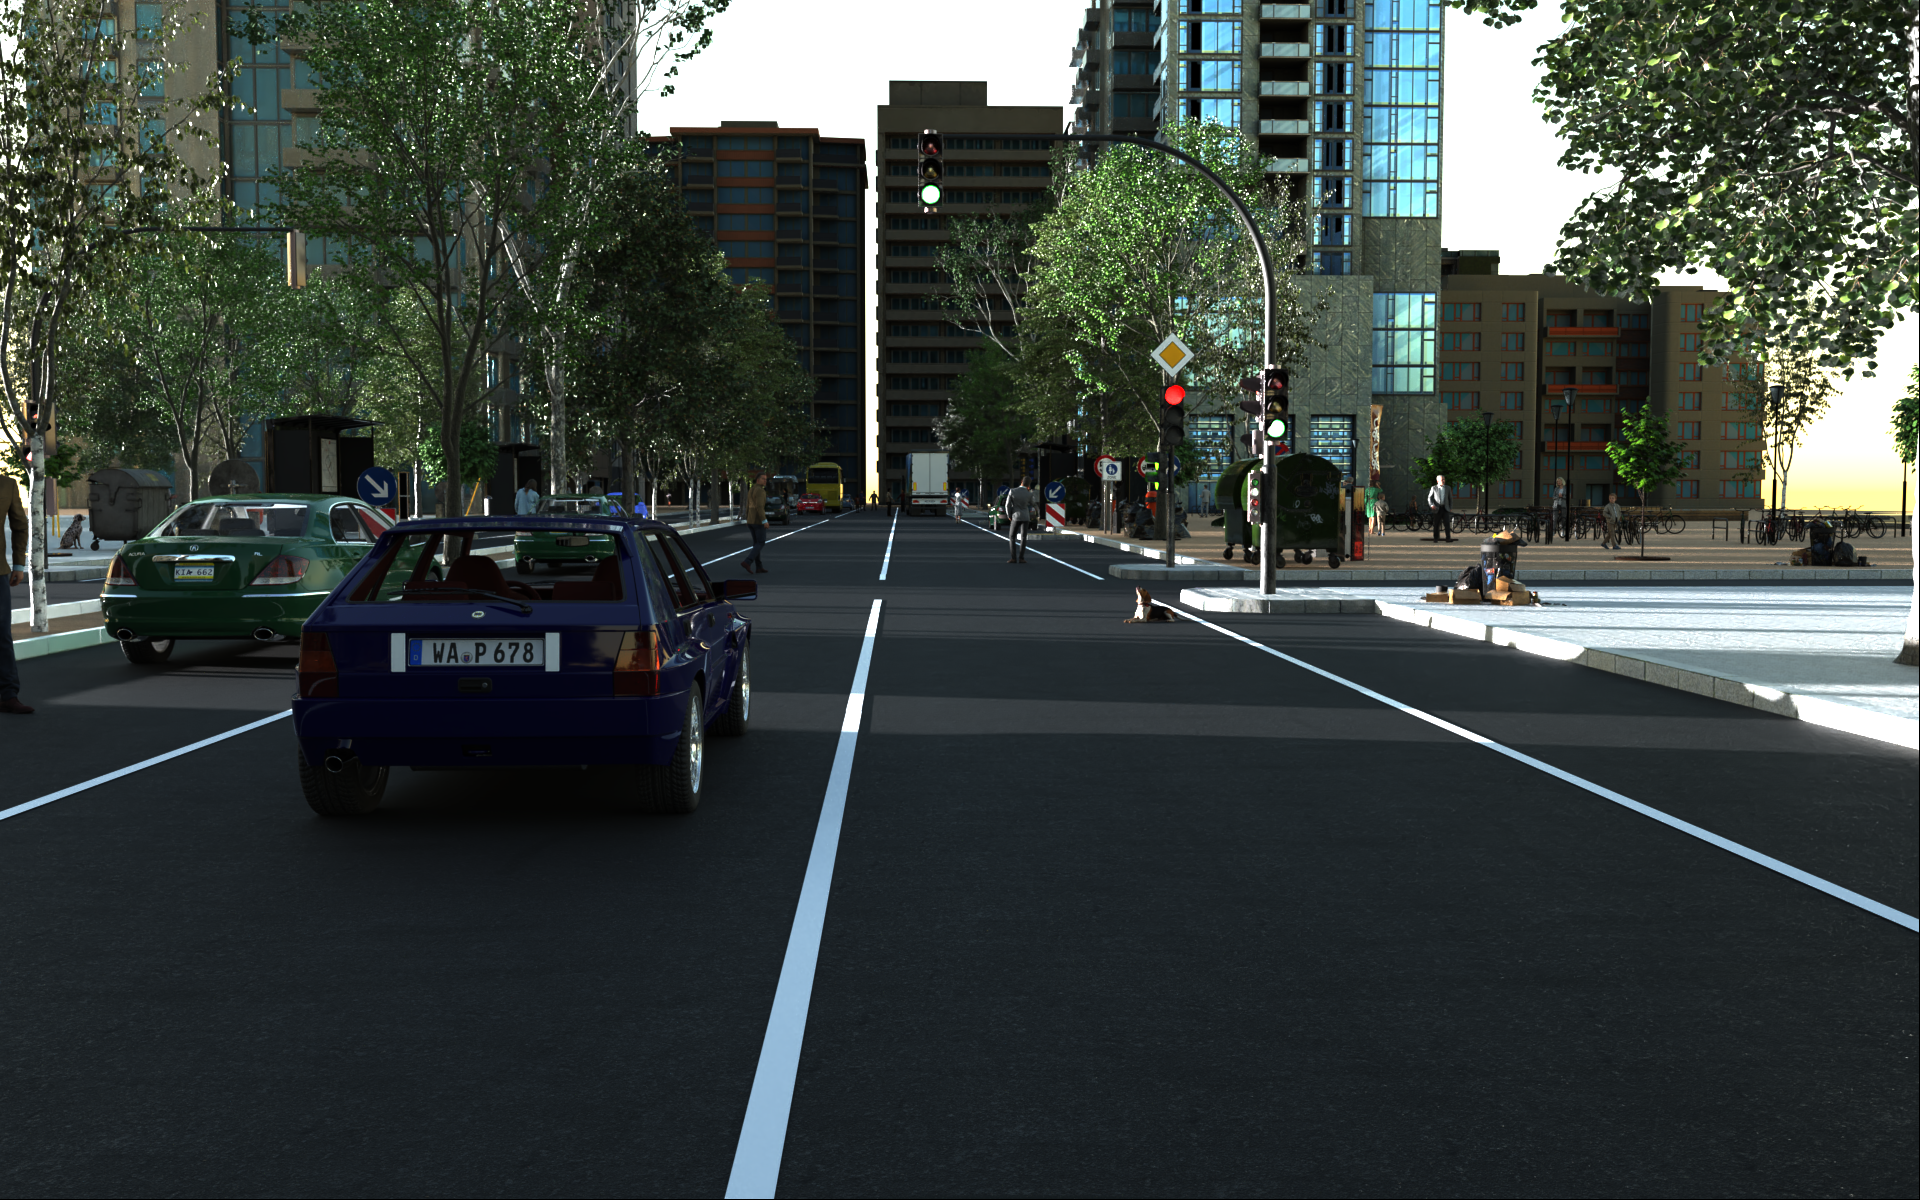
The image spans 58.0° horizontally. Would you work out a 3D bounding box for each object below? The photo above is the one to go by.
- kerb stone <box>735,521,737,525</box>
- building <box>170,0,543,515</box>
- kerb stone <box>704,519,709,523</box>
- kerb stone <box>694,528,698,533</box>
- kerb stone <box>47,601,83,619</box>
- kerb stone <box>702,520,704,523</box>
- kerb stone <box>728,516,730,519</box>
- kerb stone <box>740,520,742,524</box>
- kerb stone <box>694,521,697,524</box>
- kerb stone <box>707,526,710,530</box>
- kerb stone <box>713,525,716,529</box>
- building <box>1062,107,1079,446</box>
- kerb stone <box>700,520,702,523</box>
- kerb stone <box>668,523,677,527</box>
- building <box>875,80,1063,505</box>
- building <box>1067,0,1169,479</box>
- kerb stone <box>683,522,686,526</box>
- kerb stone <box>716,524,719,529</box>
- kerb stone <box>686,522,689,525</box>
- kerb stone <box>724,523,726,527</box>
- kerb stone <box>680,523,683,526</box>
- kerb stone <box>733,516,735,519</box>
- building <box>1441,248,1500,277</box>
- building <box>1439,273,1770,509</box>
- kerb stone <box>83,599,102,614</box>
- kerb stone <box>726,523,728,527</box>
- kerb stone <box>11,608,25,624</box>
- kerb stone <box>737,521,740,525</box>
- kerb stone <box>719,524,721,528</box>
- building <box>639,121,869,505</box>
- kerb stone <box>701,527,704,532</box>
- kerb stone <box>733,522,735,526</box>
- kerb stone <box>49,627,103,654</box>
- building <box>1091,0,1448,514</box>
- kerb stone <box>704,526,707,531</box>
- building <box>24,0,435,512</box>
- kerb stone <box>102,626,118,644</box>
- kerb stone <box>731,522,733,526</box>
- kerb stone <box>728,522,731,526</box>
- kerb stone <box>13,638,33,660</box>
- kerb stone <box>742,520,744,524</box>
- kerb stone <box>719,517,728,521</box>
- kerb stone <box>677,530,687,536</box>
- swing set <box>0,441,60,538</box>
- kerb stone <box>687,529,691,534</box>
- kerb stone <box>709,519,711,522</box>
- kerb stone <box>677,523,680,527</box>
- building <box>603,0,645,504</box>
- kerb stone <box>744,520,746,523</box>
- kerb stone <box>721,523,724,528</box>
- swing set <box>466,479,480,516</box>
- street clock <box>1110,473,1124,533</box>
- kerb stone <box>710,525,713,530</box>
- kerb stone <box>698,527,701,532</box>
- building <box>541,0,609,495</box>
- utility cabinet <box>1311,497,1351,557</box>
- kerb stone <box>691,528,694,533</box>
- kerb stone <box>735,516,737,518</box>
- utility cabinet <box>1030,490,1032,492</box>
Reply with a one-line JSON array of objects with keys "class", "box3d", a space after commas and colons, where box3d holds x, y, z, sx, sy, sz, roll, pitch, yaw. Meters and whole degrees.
[{"class": "kerb stone", "box3d": [-10.386, -3.478, 79.065, 0.120, 0.150, 1.000, 0, 4, -2]}, {"class": "building", "box3d": [-40.938, -30.556, 119.192, 23.786, 49.044, 30.456, 0, 4, -2]}, {"class": "kerb stone", "box3d": [-12.732, -3.910, 86.151, 0.120, 0.150, 1.000, 0, 4, -2]}, {"class": "kerb stone", "box3d": [-9.849, -2.539, 63.708, 0.120, 0.150, 1.000, 0, 4, -2]}, {"class": "kerb stone", "box3d": [-10.462, 0.133, 20.021, 0.120, 0.150, 1.000, 0, 4, -2]}, {"class": "kerb stone", "box3d": [-12.654, -3.786, 84.101, 0.120, 0.150, 1.000, 0, 4, -2]}, {"class": "kerb stone", "box3d": [-13.076, -4.536, 96.393, 0.120, 0.150, 1.000, 0, 4, -2]}, {"class": "kerb stone", "box3d": [-10.441, -3.604, 81.117, 0.120, 0.150, 1.000, 0, 4, -2]}, {"class": "kerb stone", "box3d": [-12.547, -3.598, 81.024, 0.120, 0.150, 1.000, 0, 4, -2]}, {"class": "kerb stone", "box3d": [-9.995, -2.790, 67.813, 0.120, 0.150, 1.000, 0, 4, -2]}, {"class": "kerb stone", "box3d": [-10.062, -2.915, 69.857, 0.120, 0.150, 1.000, 0, 4, -2]}, {"class": "building", "box3d": [19.174, -33.878, 204.014, 14.200, 45.320, 14.600, 0, 4, -2]}, {"class": "kerb stone", "box3d": [-12.621, -3.724, 83.078, 0.120, 0.150, 1.000, 0, 4, -2]}, {"class": "kerb stone", "box3d": [-12.307, -3.159, 73.843, 0.120, 0.150, 1.000, 0, 4, -2]}, {"class": "building", "box3d": [0.813, -35.681, 207.093, 21.600, 48.544, 21.300, 0, 4, -2]}, {"class": "building", "box3d": [21.688, -32.948, 158.304, 23.786, 49.044, 30.456, 0, 4, -2]}, {"class": "kerb stone", "box3d": [-12.406, -3.347, 76.920, 0.120, 0.150, 1.000, 0, 4, -2]}, {"class": "kerb stone", "box3d": [-10.098, -2.978, 70.879, 0.120, 0.150, 1.000, 0, 4, -2]}, {"class": "kerb stone", "box3d": [-12.442, -3.410, 77.945, 0.120, 0.150, 1.000, 0, 4, -2]}, {"class": "kerb stone", "box3d": [-10.208, -3.161, 73.950, 0.120, 0.150, 1.000, 0, 4, -2]}, {"class": "kerb stone", "box3d": [-12.377, -3.281, 75.898, 0.120, 0.150, 1.000, 0, 4, -2]}, {"class": "kerb stone", "box3d": [-13.191, -4.726, 99.467, 0.120, 0.150, 1.000, 0, 4, -2]}, {"class": "building", "box3d": [54.801, -26.559, 205.937, 14.107, 30.474, 14.160, 0, 4, -2]}, {"class": "building", "box3d": [54.224, -19.353, 161.463, 28.899, 21.520, 27.650, 0, 4, -2]}, {"class": "kerb stone", "box3d": [-10.500, 0.073, 21.043, 0.120, 0.150, 1.000, 0, 4, -2]}, {"class": "kerb stone", "box3d": [-10.246, -3.228, 74.978, 0.120, 0.150, 1.000, 0, 4, -2]}, {"class": "kerb stone", "box3d": [-10.427, 0.195, 19.000, 0.120, 0.150, 1.000, 0, 4, -2]}, {"class": "kerb stone", "box3d": [-10.419, -3.539, 80.090, 0.120, 0.150, 1.000, 0, 4, -2]}, {"class": "kerb stone", "box3d": [-10.138, -3.040, 71.901, 0.120, 0.150, 1.000, 0, 4, -2]}, {"class": "building", "box3d": [-25.400, -33.732, 206.137, 28.867, 44.769, 22.147, 0, 4, -2]}, {"class": "kerb stone", "box3d": [-9.925, -2.665, 65.762, 0.120, 0.150, 1.000, 0, 4, -2]}, {"class": "kerb stone", "box3d": [-10.349, -3.416, 78.043, 0.120, 0.150, 1.000, 0, 4, -2]}, {"class": "kerb stone", "box3d": [-8.228, 0.380, 15.984, 0.120, 0.150, 1.000, 0, 4, -2]}, {"class": "building", "box3d": [22.580, -49.776, 126.503, 22.319, 86.520, 31.000, 0, 4, -2]}, {"class": "kerb stone", "box3d": [-9.964, -2.726, 66.791, 0.120, 0.150, 1.000, 0, 4, -2]}, {"class": "building", "box3d": [-67.143, -32.975, 158.744, 30.456, 49.044, 23.786, 0, 4, -2]}, {"class": "kerb stone", "box3d": [-8.265, 0.319, 17.005, 0.120, 0.150, 1.000, 0, 4, -2]}, {"class": "kerb stone", "box3d": [-10.308, -3.353, 77.022, 0.120, 0.150, 1.000, 0, 4, -2]}, {"class": "kerb stone", "box3d": [-10.280, -3.291, 76.000, 0.120, 0.150, 1.000, 0, 4, -2]}, {"class": "kerb stone", "box3d": [-8.188, 0.442, 14.963, 0.120, 0.150, 1.000, 0, 4, -2]}, {"class": "kerb stone", "box3d": [-10.493, -3.658, 82.141, 0.120, 0.150, 1.000, 0, 4, -2]}, {"class": "kerb stone", "box3d": [-13.042, -4.472, 95.368, 0.120, 0.150, 1.000, 0, 4, -2]}, {"class": "kerb stone", "box3d": [-9.751, -2.348, 60.609, 0.120, 0.150, 1.000, 0, 4, -2]}, {"class": "swing set", "box3d": [-28.615, -3.292, 51.445, 3.119, 2.851, 2.862, -2, 4, -31]}, {"class": "kerb stone", "box3d": [-9.782, -2.405, 61.637, 0.120, 0.150, 1.000, 0, 4, -2]}, {"class": "kerb stone", "box3d": [-12.759, -3.971, 87.183, 0.120, 0.150, 1.000, 0, 4, -2]}, {"class": "kerb stone", "box3d": [-12.338, -3.222, 74.869, 0.120, 0.150, 1.000, 0, 4, -2]}, {"class": "building", "box3d": [-41.332, -44.139, 159.920, 20.611, 71.187, 20.563, 0, 4, -2]}, {"class": "kerb stone", "box3d": [-10.522, -3.729, 83.163, 0.120, 0.150, 1.000, 0, 4, -2]}, {"class": "kerb stone", "box3d": [-10.165, -3.102, 72.923, 0.120, 0.150, 1.000, 0, 4, -2]}, {"class": "swing set", "box3d": [-27.019, -6.363, 101.655, 3.119, 2.851, 2.862, 2, 4, 35]}, {"class": "street clock", "box3d": [5.112, -3.173, 56.446, 0.471, 2.002, 0.358, -3, 5, -41]}, {"class": "kerb stone", "box3d": [-10.036, -2.846, 68.836, 0.120, 0.150, 1.000, 0, 4, -2]}, {"class": "kerb stone", "box3d": [-9.897, -2.602, 64.732, 0.120, 0.150, 1.000, 0, 4, -2]}, {"class": "building", "box3d": [-37.247, -30.099, 142.233, 14.600, 45.320, 14.200, 0, 4, -2]}, {"class": "utility cabinet", "box3d": [7.645, -1.485, 35.443, 1.020, 1.237, 0.306, -2, 4, -24]}, {"class": "kerb stone", "box3d": [-9.826, -2.469, 62.677, 0.120, 0.150, 1.000, 0, 4, -2]}, {"class": "kerb stone", "box3d": [-13.217, -4.789, 100.489, 0.120, 0.150, 1.000, 0, 4, -2]}, {"class": "utility cabinet", "box3d": [3.510, -5.521, 98.940, 1.173, 1.500, 0.318, 1, 4, 22]}]
